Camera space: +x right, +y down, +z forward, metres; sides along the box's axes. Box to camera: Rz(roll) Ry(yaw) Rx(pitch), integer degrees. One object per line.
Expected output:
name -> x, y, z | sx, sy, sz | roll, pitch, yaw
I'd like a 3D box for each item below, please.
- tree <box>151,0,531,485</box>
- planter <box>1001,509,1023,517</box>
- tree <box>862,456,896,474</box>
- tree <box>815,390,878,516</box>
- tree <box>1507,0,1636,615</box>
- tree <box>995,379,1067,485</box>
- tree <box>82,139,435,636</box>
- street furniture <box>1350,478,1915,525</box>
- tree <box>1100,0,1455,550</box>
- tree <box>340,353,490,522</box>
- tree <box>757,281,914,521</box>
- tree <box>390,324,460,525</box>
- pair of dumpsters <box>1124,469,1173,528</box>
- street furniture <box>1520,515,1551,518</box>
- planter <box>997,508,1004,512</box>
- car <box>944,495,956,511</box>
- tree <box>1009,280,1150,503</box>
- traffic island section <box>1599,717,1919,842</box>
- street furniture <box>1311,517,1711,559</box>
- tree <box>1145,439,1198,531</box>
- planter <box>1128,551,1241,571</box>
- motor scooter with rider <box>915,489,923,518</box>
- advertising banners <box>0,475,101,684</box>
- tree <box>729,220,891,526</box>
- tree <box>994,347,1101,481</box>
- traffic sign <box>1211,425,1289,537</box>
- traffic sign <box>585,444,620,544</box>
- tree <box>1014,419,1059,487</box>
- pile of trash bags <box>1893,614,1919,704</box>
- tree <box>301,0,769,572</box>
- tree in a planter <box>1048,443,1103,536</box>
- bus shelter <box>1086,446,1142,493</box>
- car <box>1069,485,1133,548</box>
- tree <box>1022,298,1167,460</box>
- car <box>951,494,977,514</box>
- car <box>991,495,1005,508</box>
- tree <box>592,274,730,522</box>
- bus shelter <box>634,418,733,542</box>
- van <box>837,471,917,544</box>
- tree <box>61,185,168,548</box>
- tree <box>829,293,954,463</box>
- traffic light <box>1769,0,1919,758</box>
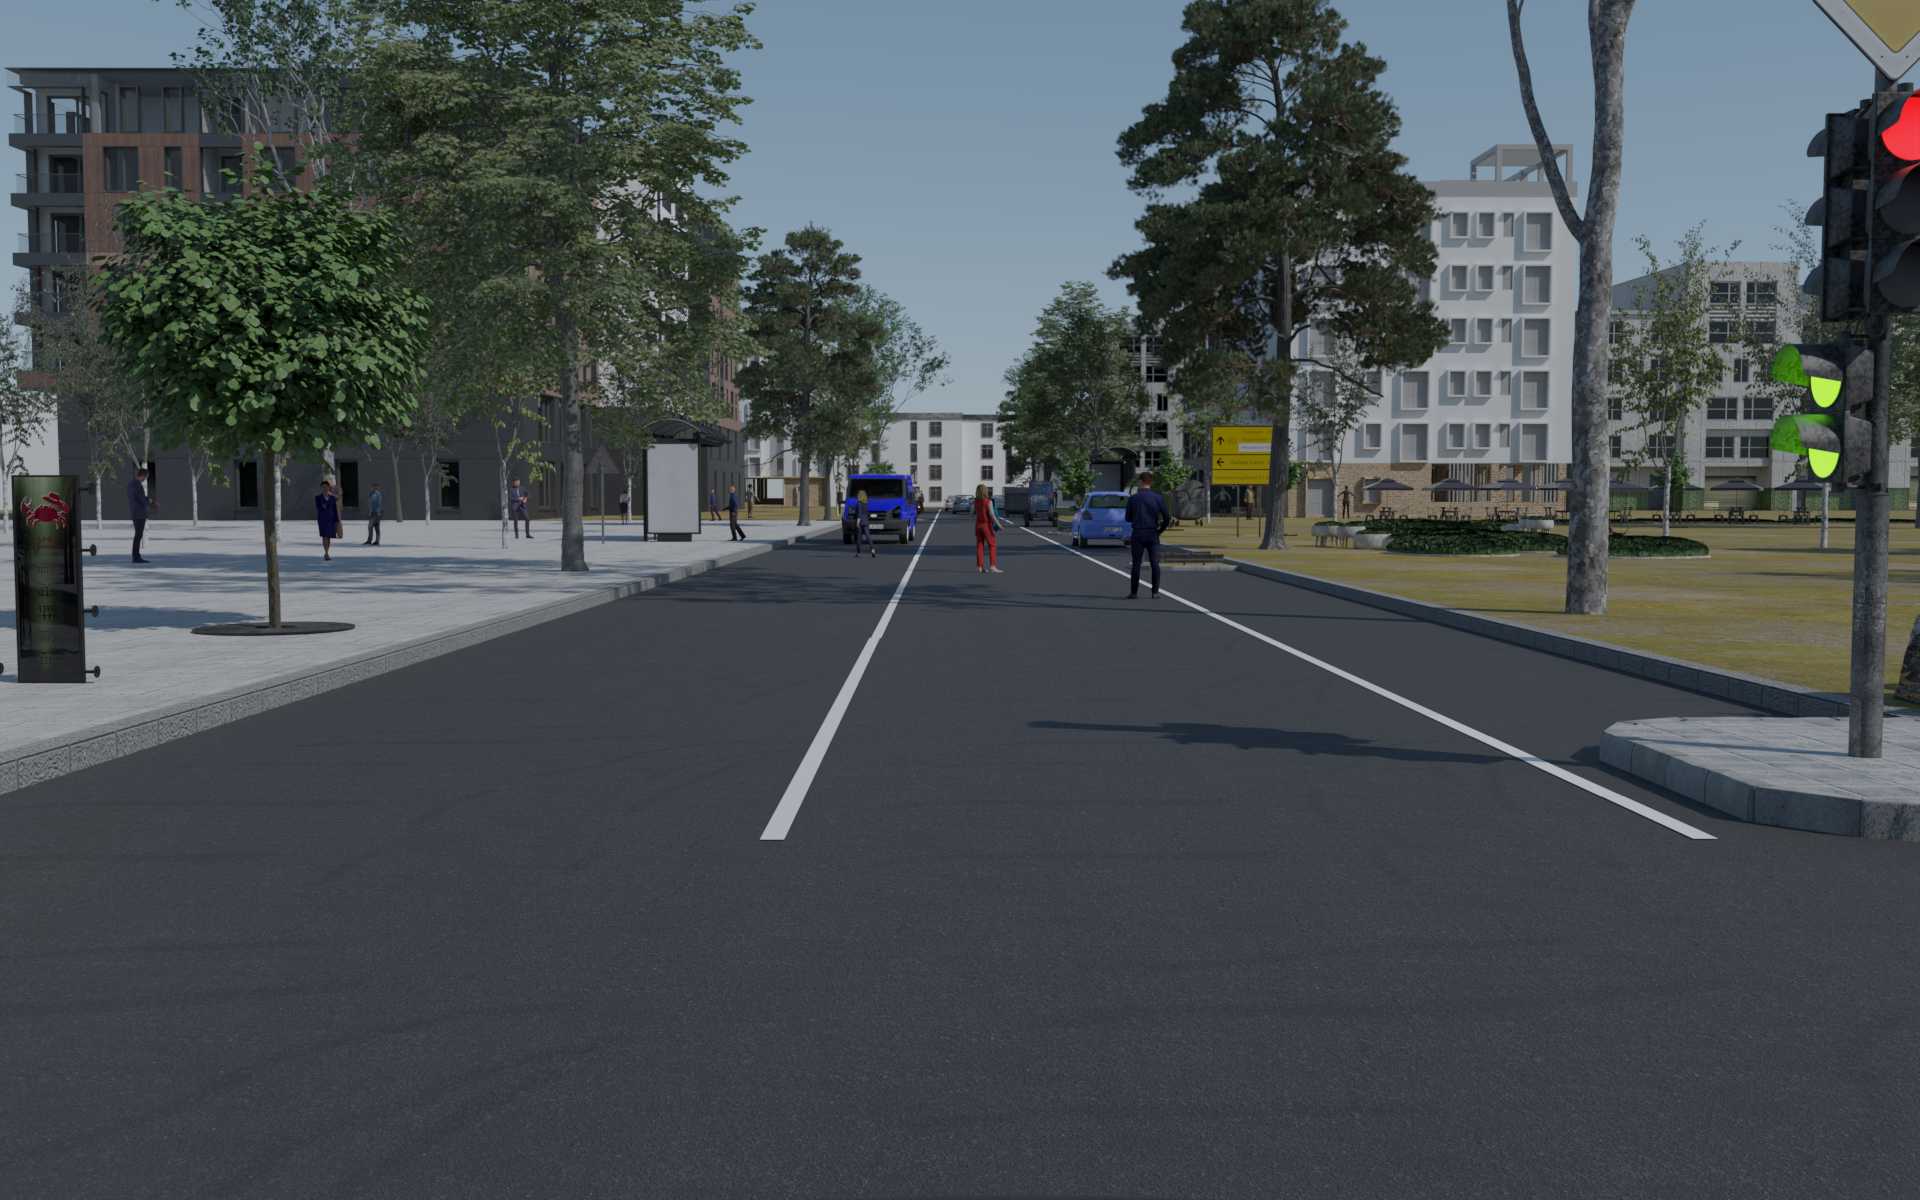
tree -> -20.354, -12.385, 58.386 | 12.611, 20.169, 13.585 | 0, 3, 0
planter -> 3.733, -5.452, 110.284 | 1.991, 0.319, 1.994 | 0, 4, 0
tree -> -6.916, -10.144, 149.564 | 4.285, 4.588, 4.351 | 0, 3, 0
tree -> -7.012, -9.270, 101.926 | 4.737, 8.622, 4.395 | 0, 3, 0
tree -> 7.823, -9.973, 18.954 | 12.611, 20.169, 13.585 | 0, 3, 0
tree -> 6.580, -14.263, 155.258 | 6.751, 12.117, 7.091 | 0, 3, 0
tree -> -6.474, -1.992, 16.276 | 4.285, 4.588, 4.351 | 0, 3, 0
street furniture -> 30.233, -4.418, 77.270 | 27.439, 1.986, 14.083 | 0, 4, -1
tree -> 7.525, -8.084, 39.598 | 7.806, 13.903, 7.818 | 0, 3, 0
tree -> -25.499, -8.800, 78.299 | 8.767, 10.594, 7.601 | -2, 4, -31
tree -> -6.177, -9.605, 82.800 | 9.928, 11.665, 9.643 | 0, 3, 0
tree -> -21.836, -7.344, 70.432 | 4.360, 8.622, 3.978 | 0, 3, 0
pair of dumpsters -> 7.301, -3.921, 66.595 | 1.574, 2.255, 4.436 | 0, 4, 0
street furniture -> 15.968, -2.469, 55.995 | 5.734, 0.657, 10.072 | 1, 4, 9
planter -> 3.556, -7.121, 137.560 | 1.991, 0.319, 1.994 | 0, 4, 0
car -> -0.353, -8.202, 146.472 | 2.083, 1.381, 4.827 | 0, 4, 0
tree -> 6.314, -10.678, 92.717 | 7.486, 12.596, 7.792 | 0, 3, 0
traffic island section -> 4.448, 0.845, 8.473 | 2.009, 0.180, 2.903 | 0, 4, 0
street furniture -> 11.729, -1.425, 38.926 | 5.734, 0.657, 10.072 | -1, 4, -10
tree -> 7.231, -4.045, 60.733 | 1.663, 3.219, 1.824 | 0, 3, 0
planter -> 4.270, -0.752, 33.429 | 1.991, 0.319, 1.994 | 0, 4, 0
motor scooter with rider -> -2.587, -5.636, 101.106 | 0.876, 1.779, 1.986 | 0, 4, -1
advertising banners -> -6.878, -0.947, 11.665 | 2.074, 3.025, 0.090 | 0, 4, 1
tree -> -6.206, -9.013, 69.424 | 6.751, 12.117, 7.091 | 0, 3, 0
tree -> 6.118, -11.825, 119.100 | 9.928, 11.665, 9.643 | 0, 3, 0
traffic sign -> 8.557, -3.508, 51.228 | 2.265, 3.308, 0.079 | 0, 4, 3
traffic sign -> -9.213, -2.730, 44.636 | 0.884, 2.594, 0.081 | 0, 4, 0
tree -> 5.751, -11.030, 130.710 | 4.737, 8.622, 4.395 | 0, 3, 0
pile of trash bags -> 7.587, -0.030, 10.238 | 3.447, 1.369, 1.912 | 0, 4, -7
tree -> -6.801, -6.735, 28.243 | 7.486, 12.596, 7.792 | 0, 3, 0
tree in a planter -> 4.086, -3.882, 60.699 | 1.991, 3.239, 1.994 | 0, 4, 0
bus shelter -> 6.635, -4.996, 75.609 | 2.014, 3.302, 5.546 | 0, 4, 0
car -> 3.967, -2.298, 47.157 | 1.945, 1.707, 3.694 | 0, 4, -1
tree -> 6.391, -9.090, 83.027 | 7.601, 10.594, 8.767 | 0, 4, 7
car -> 0.351, -6.795, 123.093 | 2.014, 1.417, 4.499 | 0, 4, 1
car -> 3.321, -8.060, 144.138 | 2.083, 1.381, 4.827 | 0, 3, 0
tree -> -9.767, -6.542, 57.317 | 4.360, 8.622, 3.978 | 0, 3, 0
bus shelter -> -7.743, -3.359, 48.836 | 2.014, 3.302, 5.546 | 0, 4, 0
van -> -2.364, -2.868, 51.275 | 2.240, 2.365, 5.245 | 0, 4, 1
tree -> -19.515, -5.527, 40.730 | 4.360, 8.622, 3.978 | 0, 3, 0
tree -> -6.630, -18.646, 160.754 | 12.611, 20.169, 13.585 | 0, 3, 0
traffic light -> 4.408, -1.169, 8.360 | 0.839, 4.213, 0.868 | 0, 4, 0
